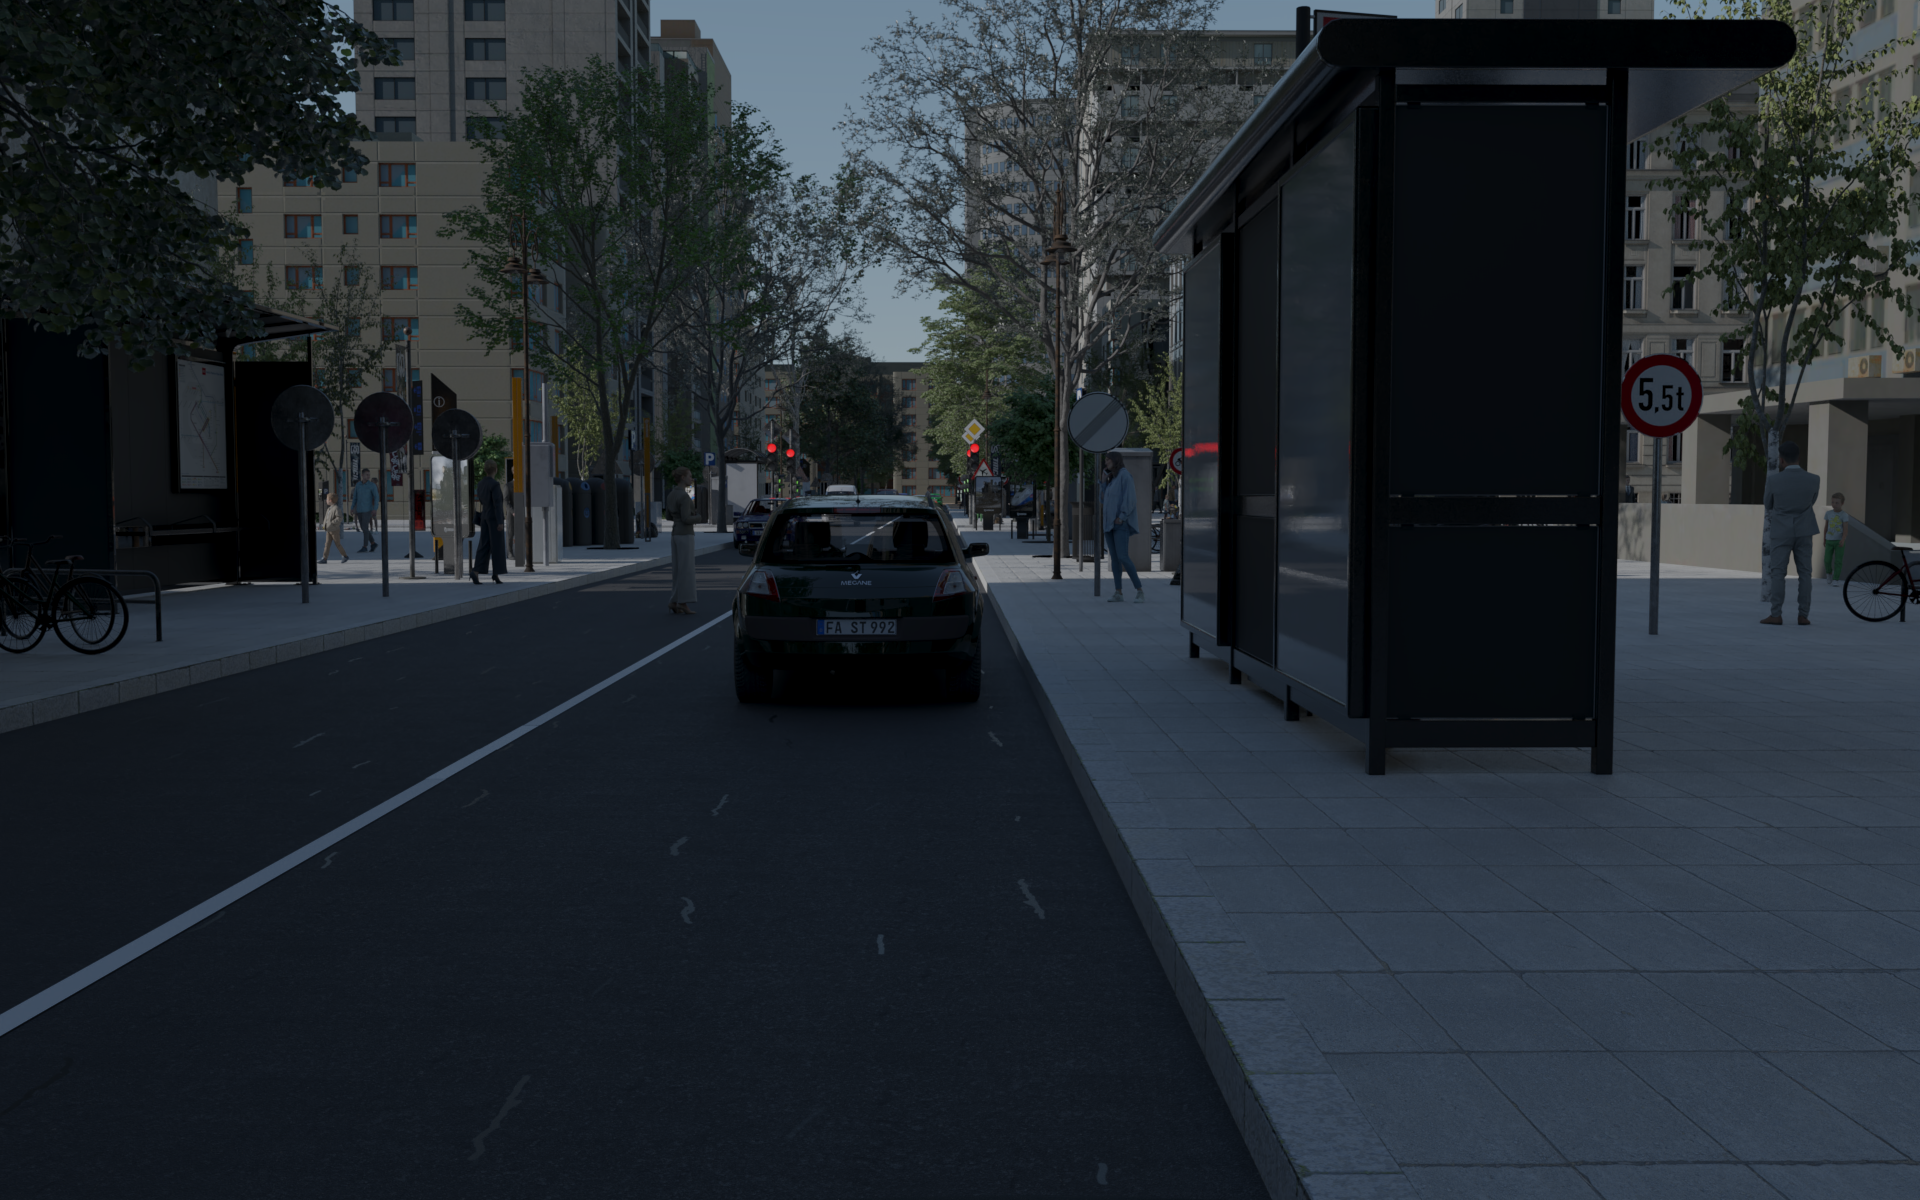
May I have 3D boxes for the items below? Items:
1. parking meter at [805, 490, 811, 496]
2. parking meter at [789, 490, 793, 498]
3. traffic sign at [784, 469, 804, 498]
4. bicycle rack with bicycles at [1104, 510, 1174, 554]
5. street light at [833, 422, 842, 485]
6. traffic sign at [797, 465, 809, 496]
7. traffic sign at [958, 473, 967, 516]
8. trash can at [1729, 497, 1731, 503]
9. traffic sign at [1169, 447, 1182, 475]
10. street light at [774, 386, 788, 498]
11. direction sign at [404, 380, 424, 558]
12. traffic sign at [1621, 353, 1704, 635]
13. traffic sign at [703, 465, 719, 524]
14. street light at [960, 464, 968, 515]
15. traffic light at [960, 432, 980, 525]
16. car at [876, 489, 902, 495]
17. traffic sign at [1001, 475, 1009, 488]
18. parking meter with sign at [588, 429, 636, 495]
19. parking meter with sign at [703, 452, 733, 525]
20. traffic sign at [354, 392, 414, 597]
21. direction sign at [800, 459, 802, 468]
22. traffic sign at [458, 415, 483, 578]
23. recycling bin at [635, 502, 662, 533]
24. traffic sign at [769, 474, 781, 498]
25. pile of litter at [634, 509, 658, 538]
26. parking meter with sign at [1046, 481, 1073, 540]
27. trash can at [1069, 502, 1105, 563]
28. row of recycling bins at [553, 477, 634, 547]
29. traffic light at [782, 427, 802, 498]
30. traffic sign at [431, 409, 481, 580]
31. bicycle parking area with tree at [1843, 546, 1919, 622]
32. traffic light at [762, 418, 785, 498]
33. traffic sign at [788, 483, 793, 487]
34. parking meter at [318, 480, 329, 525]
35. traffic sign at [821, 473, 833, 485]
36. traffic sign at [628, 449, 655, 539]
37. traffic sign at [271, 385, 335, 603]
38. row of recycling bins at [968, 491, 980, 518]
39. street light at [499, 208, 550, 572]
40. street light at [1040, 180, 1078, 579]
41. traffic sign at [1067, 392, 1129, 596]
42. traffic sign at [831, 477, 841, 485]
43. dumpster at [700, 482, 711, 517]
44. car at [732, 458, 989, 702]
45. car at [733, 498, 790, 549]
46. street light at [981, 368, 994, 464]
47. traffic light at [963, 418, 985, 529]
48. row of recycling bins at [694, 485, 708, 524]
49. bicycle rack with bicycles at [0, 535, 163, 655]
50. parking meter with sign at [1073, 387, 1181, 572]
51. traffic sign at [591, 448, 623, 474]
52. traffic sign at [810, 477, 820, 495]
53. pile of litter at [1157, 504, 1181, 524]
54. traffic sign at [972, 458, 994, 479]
[{"bbox_3d":[-8.453,-5.379,96.353,0.372,1.533,0.369,0,3,0],"label":"parking meter"},{"bbox_3d":[-9.845,-5.699,101.594,0.372,1.533,0.369,0,3,0],"label":"parking meter"},{"bbox_3d":[-7.409,-4.721,77.189,0.884,2.594,0.081,0,4,2],"label":"traffic sign"},{"bbox_3d":[4.459,-1.492,37.779,2.925,0.926,2.852,-1,4,-11],"label":"bicycle rack with bicycles"},{"bbox_3d":[-7.880,-8.477,111.379,0.468,5.910,1.993,0,4,-1],"label":"street light"},{"bbox_3d":[-7.272,-4.805,78.565,0.884,2.594,0.081,0,4,0],"label":"traffic sign"},{"bbox_3d":[0.285,-6.236,102.059,0.768,2.556,0.104,1,4,8],"label":"traffic sign"},{"bbox_3d":[33.689,-3.883,75.145,0.748,1.137,0.748,0,3,0],"label":"trash can"},{"bbox_3d":[6.000,-2.848,46.671,0.768,2.556,0.104,0,3,0],"label":"traffic sign"},{"bbox_3d":[-7.481,-6.102,72.549,0.468,5.910,1.993,0,4,-1],"label":"street light"},{"bbox_3d":[-11.007,-2.618,34.802,0.876,3.537,0.379,3,5,43],"label":"direction sign"},{"bbox_3d":[6.333,-0.956,15.742,0.768,2.556,0.104,0,4,0],"label":"traffic sign"},{"bbox_3d":[-10.586,-4.501,73.700,0.768,2.556,0.104,0,4,7],"label":"traffic sign"},{"bbox_3d":[0.420,-8.273,108.052,0.468,5.910,1.993,0,4,-1],"label":"street light"},{"bbox_3d":[0.431,-5.106,72.411,0.839,4.253,0.868,0,4,-1],"label":"traffic light"},{"bbox_3d":[-5.479,-7.449,130.460,2.281,1.827,5.304,0,4,1],"label":"car"},{"bbox_3d":[2.378,-6.008,98.335,0.768,2.556,0.104,0,4,4],"label":"traffic sign"},{"bbox_3d":[-9.698,-3.102,46.971,1.738,3.016,0.543,0,4,3],"label":"parking meter with sign"},{"bbox_3d":[-10.005,-4.633,72.014,0.543,3.016,1.738,-3,4,-38],"label":"parking meter with sign"},{"bbox_3d":[-7.183,-1.314,21.586,0.768,2.556,0.104,0,4,5],"label":"traffic sign"},{"bbox_3d":[-10.339,-7.250,110.536,0.876,3.537,0.379,0,4,2],"label":"direction sign"},{"bbox_3d":[-7.658,-1.611,26.452,0.768,2.556,0.104,0,4,6],"label":"traffic sign"},{"bbox_3d":[-10.279,-2.728,57.160,0.722,1.027,0.722,0,4,6],"label":"recycling bin"},{"bbox_3d":[-11.496,-6.612,108.110,0.884,2.594,0.081,0,4,8],"label":"traffic sign"},{"bbox_3d":[-9.509,-2.243,50.643,1.176,0.858,1.719,2,4,35],"label":"pile of litter"},{"bbox_3d":[3.112,-3.203,48.636,1.738,3.016,0.543,3,5,40],"label":"parking meter with sign"},{"bbox_3d":[2.415,-1.280,32.588,0.748,1.137,0.748,0,3,0],"label":"trash can"},{"bbox_3d":[-9.394,-2.219,43.398,1.069,1.692,3.534,1,4,22],"label":"row of recycling bins"},{"bbox_3d":[-7.029,-5.100,72.310,0.839,4.253,0.868,0,4,-1],"label":"traffic light"},{"bbox_3d":[-7.532,-1.576,25.877,0.768,2.556,0.104,0,4,7],"label":"traffic sign"},{"bbox_3d":[12.688,-1.637,13.774,9.016,4.147,8.231,1,4,13],"label":"bicycle parking area with tree"},{"bbox_3d":[-6.939,-4.612,64.326,0.839,4.253,0.868,0,4,-1],"label":"traffic light"},{"bbox_3d":[-12.633,-8.032,131.334,0.884,2.594,0.081,0,4,5],"label":"traffic sign"},{"bbox_3d":[-26.761,-4.107,72.856,0.255,1.863,0.399,2,4,31],"label":"parking meter"},{"bbox_3d":[-8.076,-6.411,104.928,0.768,2.556,0.104,0,4,8],"label":"traffic sign"},{"bbox_3d":[-9.074,-3.014,49.380,0.768,2.556,0.104,0,4,3],"label":"traffic sign"},{"bbox_3d":[-7.697,-1.235,20.291,0.768,2.556,0.104,0,4,4],"label":"traffic sign"},{"bbox_3d":[0.971,-5.415,95.645,1.069,1.692,3.534,0,4,-2],"label":"row of recycling bins"},{"bbox_3d":[-7.090,-3.398,28.346,0.468,5.910,1.993,0,4,-1],"label":"street light"},{"bbox_3d":[1.463,-3.250,25.925,0.468,5.910,1.993,0,4,-1],"label":"street light"},{"bbox_3d":[1.725,-1.319,21.670,0.768,2.556,0.104,0,4,8],"label":"traffic sign"},{"bbox_3d":[-9.268,-7.925,129.571,0.884,2.594,0.081,0,3,0],"label":"traffic sign"},{"bbox_3d":[-11.628,-4.609,81.113,1.264,1.857,1.865,0,4,-1],"label":"dumpster"},{"bbox_3d":[-0.749,-0.219,13.361,2.009,1.686,4.222,0,4,-2],"label":"car"},{"bbox_3d":[-5.069,-2.090,46.748,1.945,1.354,3.894,0,4,1],"label":"car"},{"bbox_3d":[0.990,-5.560,63.701,0.468,5.910,1.993,0,4,-1],"label":"street light"},{"bbox_3d":[0.522,-4.618,64.426,0.839,4.253,0.868,0,4,-1],"label":"traffic light"},{"bbox_3d":[-11.613,-4.167,75.237,1.069,1.692,3.534,0,4,4],"label":"row of recycling bins"},{"bbox_3d":[-7.981,-0.058,14.329,2.925,0.926,2.852,1,4,20],"label":"bicycle rack with bicycles"},{"bbox_3d":[2.822,-1.977,28.586,1.738,3.016,0.543,0,4,-5],"label":"parking meter with sign"},{"bbox_3d":[-9.361,-2.806,45.890,0.884,2.594,0.081,1,4,8],"label":"traffic sign"},{"bbox_3d":[-10.711,-7.864,128.576,0.884,2.594,0.081,1,4,9],"label":"traffic sign"},{"bbox_3d":[9.254,-3.693,74.352,1.719,0.858,1.176,3,5,40],"label":"pile of litter"},{"bbox_3d":[0.853,-3.830,62.624,0.884,2.594,0.081,0,4,0],"label":"traffic sign"}]
